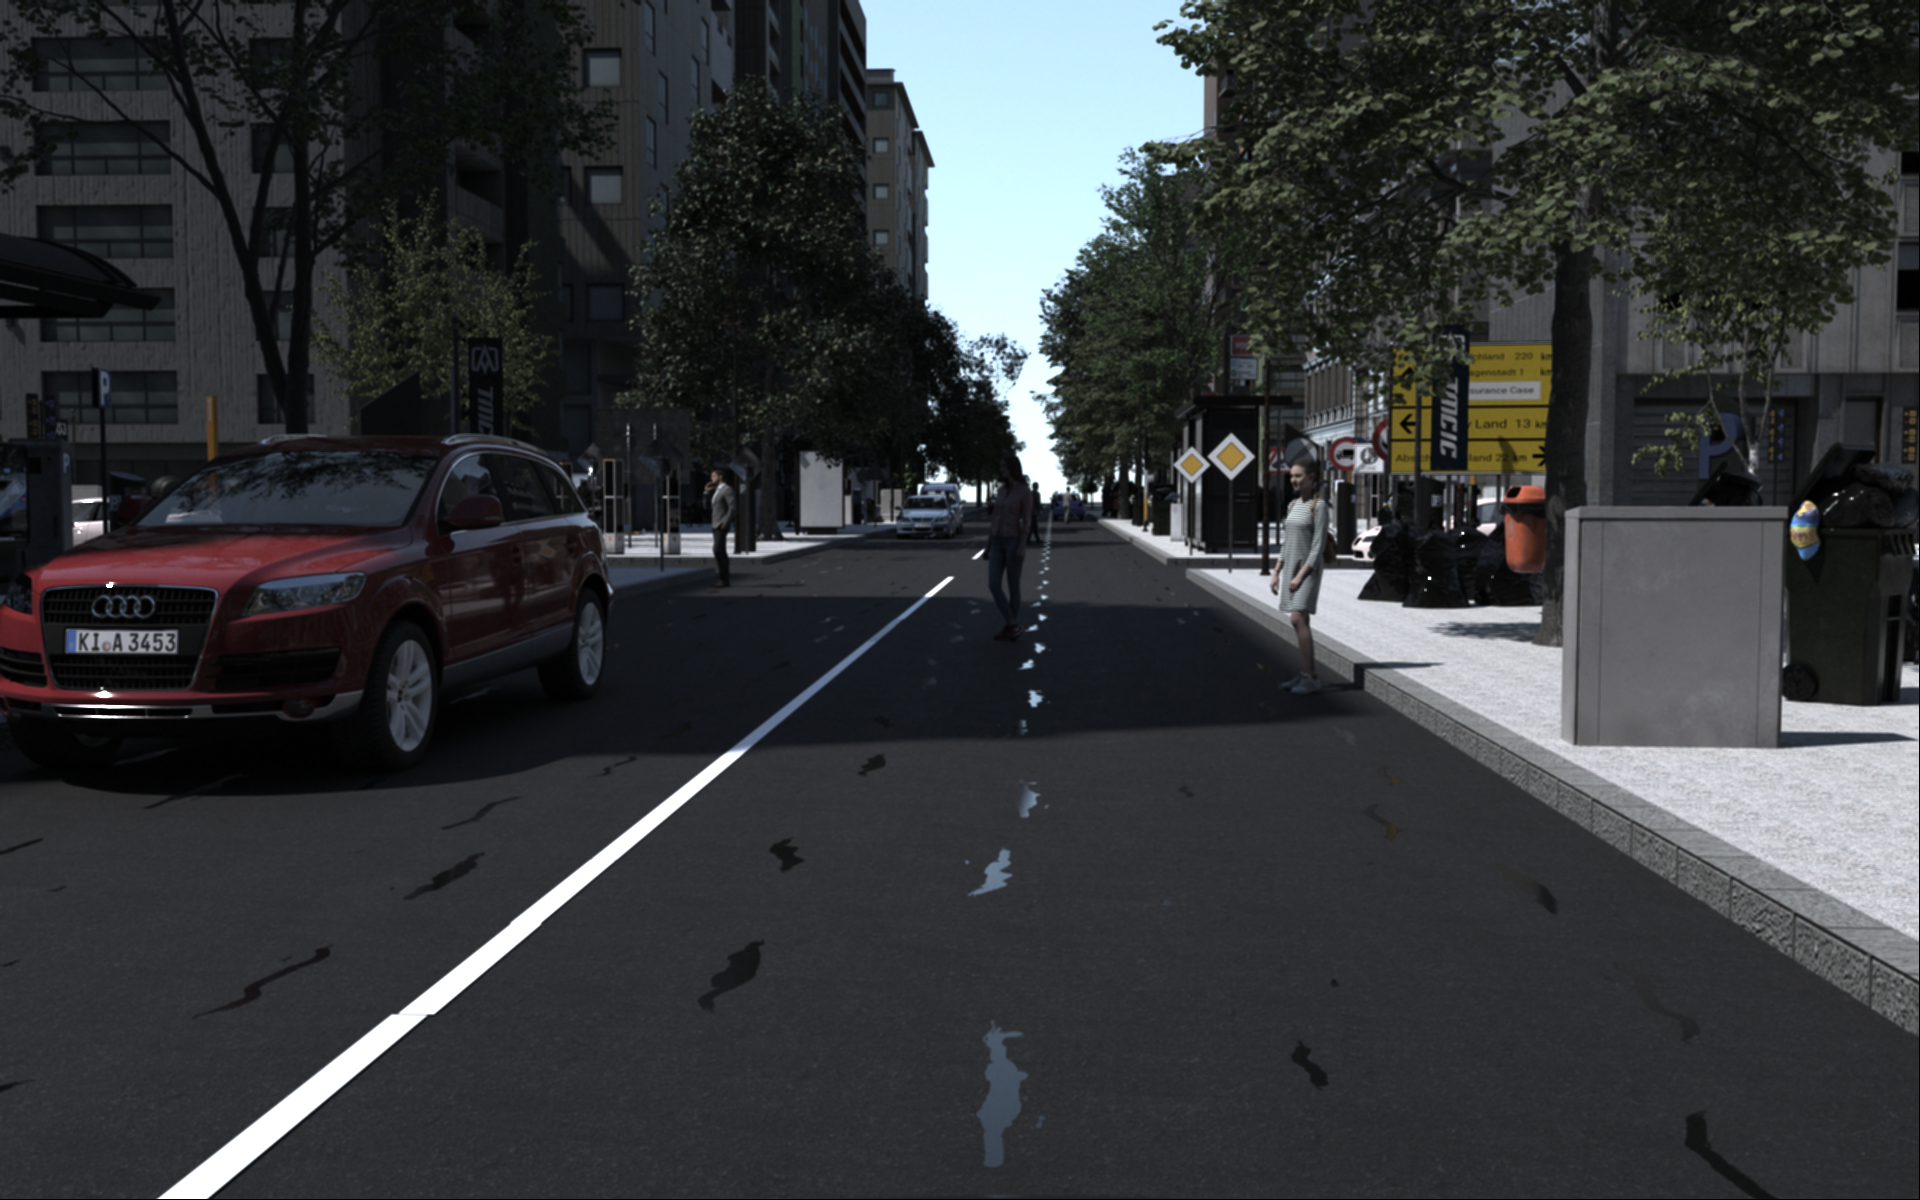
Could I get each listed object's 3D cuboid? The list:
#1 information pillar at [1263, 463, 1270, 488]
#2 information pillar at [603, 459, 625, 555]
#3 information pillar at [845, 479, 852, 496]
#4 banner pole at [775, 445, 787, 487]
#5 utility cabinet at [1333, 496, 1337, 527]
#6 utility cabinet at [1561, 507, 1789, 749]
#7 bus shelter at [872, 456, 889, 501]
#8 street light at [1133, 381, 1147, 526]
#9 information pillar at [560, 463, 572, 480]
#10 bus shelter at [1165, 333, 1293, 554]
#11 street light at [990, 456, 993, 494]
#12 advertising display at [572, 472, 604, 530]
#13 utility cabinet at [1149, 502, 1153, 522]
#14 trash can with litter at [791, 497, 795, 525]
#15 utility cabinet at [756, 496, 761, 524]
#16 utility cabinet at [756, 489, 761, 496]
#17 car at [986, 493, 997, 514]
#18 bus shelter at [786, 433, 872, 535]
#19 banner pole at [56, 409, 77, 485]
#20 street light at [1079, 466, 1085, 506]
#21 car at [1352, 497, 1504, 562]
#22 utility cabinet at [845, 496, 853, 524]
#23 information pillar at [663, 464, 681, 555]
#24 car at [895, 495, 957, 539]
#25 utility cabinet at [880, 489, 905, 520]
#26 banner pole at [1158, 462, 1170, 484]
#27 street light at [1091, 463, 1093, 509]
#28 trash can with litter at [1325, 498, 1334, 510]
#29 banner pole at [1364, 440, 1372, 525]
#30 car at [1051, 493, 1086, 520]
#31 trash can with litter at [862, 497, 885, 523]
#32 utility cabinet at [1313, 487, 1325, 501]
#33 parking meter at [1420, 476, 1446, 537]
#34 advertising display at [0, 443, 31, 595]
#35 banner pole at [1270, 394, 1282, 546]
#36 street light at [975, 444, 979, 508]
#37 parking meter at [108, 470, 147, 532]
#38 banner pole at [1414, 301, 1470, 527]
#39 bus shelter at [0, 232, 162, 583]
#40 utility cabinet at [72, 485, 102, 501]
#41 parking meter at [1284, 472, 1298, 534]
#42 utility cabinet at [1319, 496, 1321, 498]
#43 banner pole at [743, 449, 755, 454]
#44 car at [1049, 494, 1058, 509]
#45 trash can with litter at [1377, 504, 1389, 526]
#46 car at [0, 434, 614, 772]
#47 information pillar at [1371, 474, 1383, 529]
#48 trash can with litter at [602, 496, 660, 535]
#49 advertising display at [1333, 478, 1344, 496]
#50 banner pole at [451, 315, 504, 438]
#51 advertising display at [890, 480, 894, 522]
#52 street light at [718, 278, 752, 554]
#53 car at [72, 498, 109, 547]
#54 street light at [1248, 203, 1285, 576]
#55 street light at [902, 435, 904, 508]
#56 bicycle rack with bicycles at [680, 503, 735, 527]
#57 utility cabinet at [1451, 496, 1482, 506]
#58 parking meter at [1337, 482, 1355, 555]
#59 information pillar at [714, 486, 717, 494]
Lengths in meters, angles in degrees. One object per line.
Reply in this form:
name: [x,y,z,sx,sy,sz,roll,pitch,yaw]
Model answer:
information pillar: [19.299,-7.195,108.992,0.504,3.616,0.183,-1,4,-18]
information pillar: [-7.330,-1.970,36.701,0.304,2.012,0.304,2,4,28]
information pillar: [-5.392,-4.800,82.973,0.304,2.012,0.304,-3,4,-36]
banner pole: [-9.046,-5.942,87.173,0.863,3.779,0.401,1,4,19]
utility cabinet: [14.623,-3.414,66.977,0.306,1.237,1.020,1,4,19]
utility cabinet: [3.646,0.139,8.883,1.020,1.237,0.306,0,4,5]
bus shelter: [-4.937,-5.873,89.954,2.014,3.302,5.546,0,4,3]
street light: [7.110,-5.857,68.546,0.468,5.910,1.993,0,4,3]
information pillar: [-9.300,-2.212,40.661,0.304,2.012,0.304,3,5,42]
bus shelter: [6.268,-3.883,41.113,2.179,5.291,8.768,0,4,3]
street light: [3.651,-13.670,196.293,0.468,5.910,1.993,0,4,3]
advertising display: [-10.983,-2.793,50.880,0.974,1.923,0.123,0,4,-4]
utility cabinet: [8.989,-4.138,78.810,1.020,1.237,0.306,2,4,24]
trash can with litter: [-6.496,-3.682,71.592,1.055,1.170,0.624,-3,5,-42]
utility cabinet: [-8.477,-3.874,74.506,1.020,1.237,0.306,-2,4,-26]
utility cabinet: [-9.418,-4.333,79.528,0.318,1.500,1.173,3,4,38]
car: [2.934,-7.116,125.379,2.155,1.783,4.494,0,4,1]
bus shelter: [-4.259,-3.833,56.596,2.014,3.302,5.546,0,4,3]
banner pole: [-26.222,-3.720,50.839,0.863,3.779,0.401,-3,5,-45]
street light: [13.402,-13.082,186.675,0.468,5.910,1.993,0,4,3]
car: [9.871,-1.247,32.744,4.827,1.381,2.083,0,4,4]
utility cabinet: [-4.732,-3.906,75.029,0.306,1.237,1.020,-1,4,-22]
information pillar: [-6.083,-1.951,36.383,0.304,2.012,0.304,-3,5,-42]
car: [-1.080,-2.716,56.413,2.014,1.417,4.499,0,4,2]
utility cabinet: [-3.238,-4.560,83.240,1.173,1.500,0.318,2,4,25]
banner pole: [10.984,-6.276,92.625,0.863,3.779,0.401,1,4,16]
street light: [11.061,-10.512,144.657,0.468,5.910,1.993,0,4,3]
trash can with litter: [11.525,-2.697,55.487,0.624,1.170,1.055,2,4,30]
banner pole: [16.876,-4.958,71.085,0.863,3.779,0.401,-2,4,-35]
car: [6.065,-5.330,96.744,1.945,1.707,3.694,0,4,3]
trash can with litter: [-3.899,-4.035,77.352,1.055,1.170,0.624,-3,5,-40]
utility cabinet: [10.563,-2.674,52.402,0.318,1.500,1.173,-1,4,-22]
parking meter: [6.737,-1.000,24.753,0.372,1.533,0.369,0,3,0]
advertising display: [-12.184,-1.027,22.005,0.123,1.923,0.974,0,4,7]
banner pole: [8.016,-3.269,43.470,0.401,3.779,0.863,1,4,16]
street light: [1.532,-11.175,155.491,0.468,5.910,1.993,0,4,3]
parking meter: [-8.828,-0.611,18.402,0.372,1.533,0.369,0,3,0]
banner pole: [6.202,-1.990,22.551,0.863,3.779,0.401,1,4,16]
bus shelter: [-7.582,-1.063,11.305,2.014,3.302,5.546,0,4,3]
utility cabinet: [-22.122,-2.128,43.471,1.173,1.500,0.318,0,4,-1]
parking meter: [8.094,-2.227,42.117,0.399,1.863,0.255,-1,4,-23]
utility cabinet: [9.348,-2.169,46.624,0.306,1.237,1.020,-1,4,-15]
banner pole: [-10.785,-6.003,88.174,0.863,3.779,0.401,1,4,15]
car: [9.706,-9.506,167.223,2.131,1.459,4.920,0,4,1]
trash can with litter: [10.166,-1.876,42.066,1.055,1.170,0.624,1,4,16]
car: [-3.704,-0.124,10.699,2.281,1.827,5.304,0,4,5]
information pillar: [14.499,-3.410,60.238,0.304,2.012,0.304,-3,5,-44]
trash can with litter: [-10.599,-2.665,54.622,1.678,1.210,2.233,-3,5,-44]
advertising display: [17.588,-4.588,80.228,0.123,1.923,0.974,3,5,44]
banner pole: [-6.816,-2.100,24.346,0.863,3.779,0.401,-1,4,-12]
advertising display: [-3.147,-4.579,80.081,0.123,1.923,0.974,0,4,-5]
street light: [-4.797,-3.935,37.121,0.468,5.910,1.993,0,4,3]
car: [-16.774,-1.298,33.588,4.827,1.381,2.083,0,4,4]
street light: [4.824,-3.327,27.176,0.468,5.910,1.993,0,4,3]
street light: [-2.628,-6.520,79.386,0.468,5.910,1.993,0,4,3]
bicycle rack with bicycles: [-9.614,-3.282,67.050,2.852,0.926,2.925,1,4,9]
utility cabinet: [16.205,-2.716,55.575,1.020,1.237,0.306,0,4,4]
parking meter: [8.124,-1.715,36.450,0.372,1.533,0.369,0,3,0]
information pillar: [-8.051,-3.269,57.947,0.304,2.012,0.304,-1,4,-14]
